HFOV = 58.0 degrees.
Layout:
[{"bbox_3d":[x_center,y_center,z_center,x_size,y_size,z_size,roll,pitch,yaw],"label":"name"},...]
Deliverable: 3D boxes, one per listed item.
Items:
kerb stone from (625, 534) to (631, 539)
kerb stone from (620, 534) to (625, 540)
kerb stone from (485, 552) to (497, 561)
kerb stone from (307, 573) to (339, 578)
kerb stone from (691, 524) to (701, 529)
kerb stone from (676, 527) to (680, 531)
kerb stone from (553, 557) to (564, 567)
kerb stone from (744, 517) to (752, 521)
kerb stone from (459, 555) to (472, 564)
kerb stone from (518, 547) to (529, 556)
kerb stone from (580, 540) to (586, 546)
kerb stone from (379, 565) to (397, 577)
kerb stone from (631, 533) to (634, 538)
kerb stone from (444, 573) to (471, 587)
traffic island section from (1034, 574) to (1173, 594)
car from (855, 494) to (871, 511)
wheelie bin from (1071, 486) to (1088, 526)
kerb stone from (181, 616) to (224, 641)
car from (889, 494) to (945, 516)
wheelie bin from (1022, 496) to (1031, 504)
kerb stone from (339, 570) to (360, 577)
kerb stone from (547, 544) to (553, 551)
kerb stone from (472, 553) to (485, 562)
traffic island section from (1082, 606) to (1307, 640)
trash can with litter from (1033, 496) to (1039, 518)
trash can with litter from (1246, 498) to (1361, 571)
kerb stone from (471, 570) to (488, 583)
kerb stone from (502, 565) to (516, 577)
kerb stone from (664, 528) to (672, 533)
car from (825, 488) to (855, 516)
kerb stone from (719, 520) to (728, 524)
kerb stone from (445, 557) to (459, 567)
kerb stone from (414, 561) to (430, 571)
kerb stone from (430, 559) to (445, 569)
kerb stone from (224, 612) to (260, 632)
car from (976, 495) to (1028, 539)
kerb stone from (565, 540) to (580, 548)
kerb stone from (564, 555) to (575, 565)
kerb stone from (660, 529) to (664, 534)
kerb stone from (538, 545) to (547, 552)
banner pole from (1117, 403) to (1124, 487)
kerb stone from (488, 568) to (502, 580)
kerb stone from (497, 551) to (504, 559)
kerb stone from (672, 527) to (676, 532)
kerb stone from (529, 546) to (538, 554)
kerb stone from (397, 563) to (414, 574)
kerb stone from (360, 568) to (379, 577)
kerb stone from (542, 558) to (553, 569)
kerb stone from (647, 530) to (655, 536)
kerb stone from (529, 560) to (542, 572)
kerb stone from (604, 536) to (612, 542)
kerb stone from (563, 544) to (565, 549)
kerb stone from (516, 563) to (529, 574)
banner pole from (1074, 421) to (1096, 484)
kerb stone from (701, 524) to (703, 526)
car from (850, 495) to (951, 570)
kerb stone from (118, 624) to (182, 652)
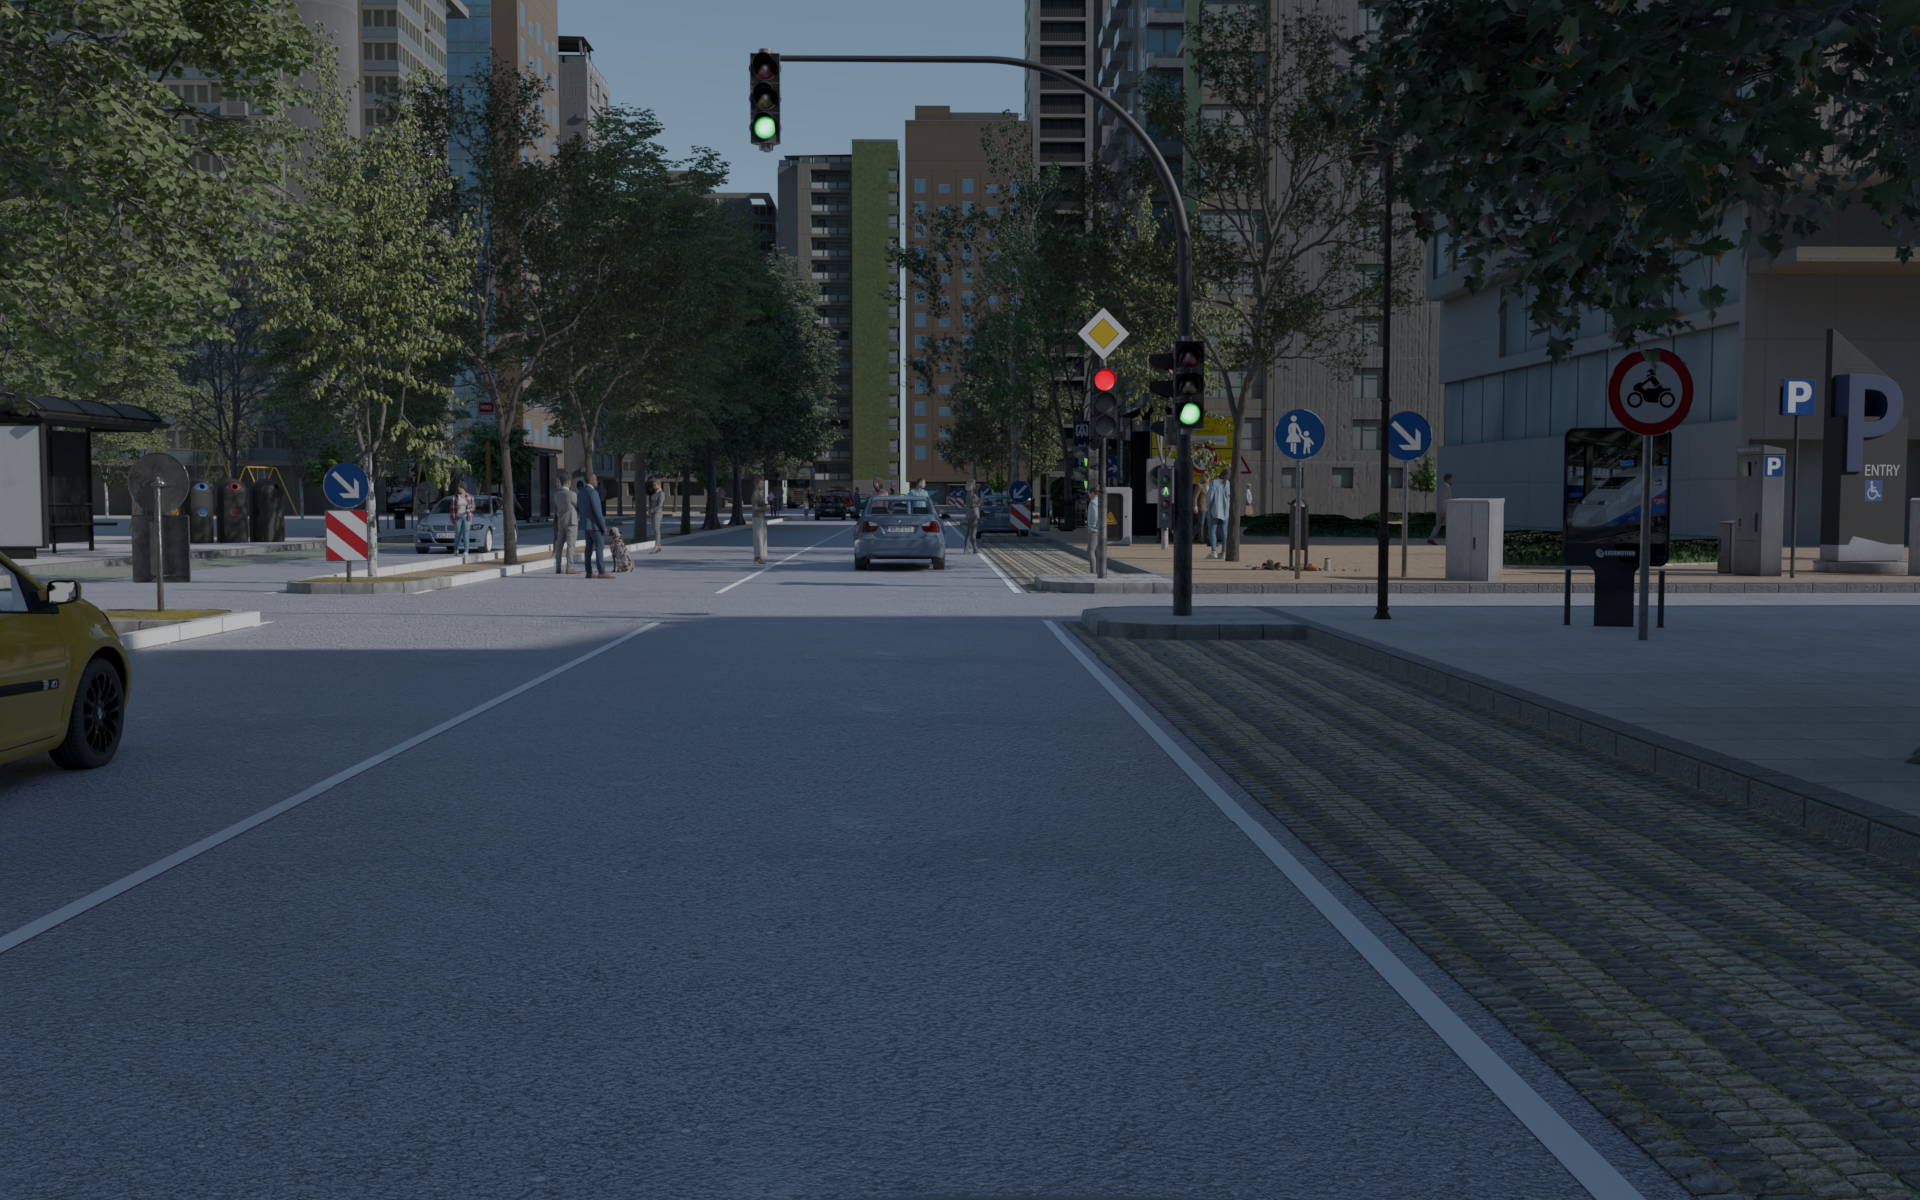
[{"bbox_3d":[-10.629,-1.986,54.737,0.120,0.150,1.000,0,4,-1],"label":"kerb stone"},{"bbox_3d":[-10.610,-1.928,53.715,0.120,0.150,1.000,0,4,-1],"label":"kerb stone"},{"bbox_3d":[-10.222,-0.925,37.325,0.120,0.150,1.000,0,4,-1],"label":"kerb stone"},{"bbox_3d":[-9.988,-0.299,27.084,0.120,0.150,1.000,0,4,-1],"label":"kerb stone"},{"bbox_3d":[-11.033,-3.052,72.143,0.120,0.150,1.000,0,4,-1],"label":"kerb stone"},{"bbox_3d":[-10.888,-2.674,65.986,0.120,0.150,1.000,0,4,-1],"label":"kerb stone"},{"bbox_3d":[-8.058,-0.741,34.316,0.120,0.150,1.000,0,4,-1],"label":"kerb stone"},{"bbox_3d":[-11.555,-4.430,94.705,0.120,0.150,1.000,0,4,-1],"label":"kerb stone"},{"bbox_3d":[-10.179,-0.796,35.277,0.120,0.150,1.000,0,4,-1],"label":"kerb stone"},{"bbox_3d":[-10.287,-1.114,40.403,0.120,0.150,1.000,0,4,-1],"label":"kerb stone"},{"bbox_3d":[-10.463,-1.552,47.577,0.120,0.150,1.000,0,4,-1],"label":"kerb stone"},{"bbox_3d":[-10.066,-0.487,30.161,0.120,0.150,1.000,0,4,-1],"label":"kerb stone"},{"bbox_3d":[-10.654,-2.053,55.759,0.120,0.150,1.000,0,4,-1],"label":"kerb stone"},{"bbox_3d":[-7.888,-0.302,27.135,0.120,0.150,1.000,0,4,-1],"label":"kerb stone"},{"bbox_3d":[2.180,-0.247,26.318,2.009,0.180,2.903,0,4,-1],"label":"traffic island section"},{"bbox_3d":[-7.817,-7.874,140.545,2.131,1.459,4.920,0,4,1],"label":"car"},{"bbox_3d":[4.686,-3.732,68.920,0.693,1.594,0.980,3,5,41],"label":"wheelie bin"},{"bbox_3d":[-7.668,0.295,17.373,0.120,0.150,1.000,0,4,-1],"label":"kerb stone"},{"bbox_3d":[-1.408,-2.322,48.185,2.015,1.641,3.980,0,4,-3],"label":"car"},{"bbox_3d":[3.166,-4.770,85.902,0.693,1.594,0.980,2,4,32],"label":"wheelie bin"},{"bbox_3d":[-10.010,-0.361,28.106,0.120,0.150,1.000,0,4,-1],"label":"kerb stone"},{"bbox_3d":[-10.371,-1.301,43.475,0.120,0.150,1.000,0,4,-1],"label":"kerb stone"},{"bbox_3d":[-10.204,-0.857,36.300,0.120,0.150,1.000,0,4,-1],"label":"kerb stone"},{"bbox_3d":[2.365,0.241,18.335,2.009,0.180,2.903,0,4,-1],"label":"traffic island section"},{"bbox_3d":[3.428,-5.102,94.479,2.233,1.210,1.678,0,4,0],"label":"trash can with litter"},{"bbox_3d":[5.683,-1.133,29.581,1.678,1.210,2.233,-1,4,-19],"label":"trash can with litter"},{"bbox_3d":[-7.909,-0.365,28.160,0.120,0.150,1.000,0,4,-1],"label":"kerb stone"},{"bbox_3d":[-7.960,-0.487,30.210,0.120,0.150,1.000,0,4,-1],"label":"kerb stone"},{"bbox_3d":[-10.840,-2.553,63.942,0.120,0.150,1.000,0,4,-1],"label":"kerb stone"},{"bbox_3d":[-7.547,-6.072,107.958,2.281,1.827,5.304,0,4,-3],"label":"car"},{"bbox_3d":[-11.265,-3.682,82.404,0.120,0.150,1.000,0,4,-1],"label":"kerb stone"},{"bbox_3d":[-10.151,-0.736,34.255,0.120,0.150,1.000,0,4,-1],"label":"kerb stone"},{"bbox_3d":[-10.105,-0.612,32.208,0.120,0.150,1.000,0,4,-1],"label":"kerb stone"},{"bbox_3d":[-10.128,-0.674,33.230,0.120,0.150,1.000,0,4,-1],"label":"kerb stone"},{"bbox_3d":[-7.689,0.232,18.402,0.120,0.150,1.000,0,4,-1],"label":"kerb stone"},{"bbox_3d":[1.285,-2.705,56.234,2.014,1.417,4.499,0,4,-1],"label":"car"},{"bbox_3d":[-10.442,-1.490,46.552,0.120,0.150,1.000,0,4,-1],"label":"kerb stone"},{"bbox_3d":[-8.077,-0.804,35.338,0.120,0.150,1.000,0,4,-1],"label":"kerb stone"},{"bbox_3d":[-10.800,-2.428,61.897,0.120,0.150,1.000,0,4,-1],"label":"kerb stone"},{"bbox_3d":[-10.345,-1.239,42.453,0.120,0.150,1.000,0,4,-1],"label":"kerb stone"},{"bbox_3d":[4.403,-3.524,47.639,0.401,3.779,0.863,0,4,-6],"label":"banner pole"},{"bbox_3d":[-7.940,-0.428,29.187,0.120,0.150,1.000,0,4,-1],"label":"kerb stone"},{"bbox_3d":[-10.251,-0.986,38.357,0.120,0.150,1.000,0,4,-1],"label":"kerb stone"},{"bbox_3d":[-10.867,-2.615,64.964,0.120,0.150,1.000,0,4,-1],"label":"kerb stone"},{"bbox_3d":[-10.318,-1.176,41.431,0.120,0.150,1.000,0,4,-1],"label":"kerb stone"},{"bbox_3d":[-10.084,-0.550,31.186,0.120,0.150,1.000,0,4,-1],"label":"kerb stone"},{"bbox_3d":[-10.043,-0.425,29.137,0.120,0.150,1.000,0,4,-1],"label":"kerb stone"},{"bbox_3d":[-8.035,-0.679,33.294,0.120,0.150,1.000,0,4,-1],"label":"kerb stone"},{"bbox_3d":[-10.774,-2.365,60.869,0.120,0.150,1.000,0,4,-1],"label":"kerb stone"},{"bbox_3d":[-8.011,-0.615,32.261,0.120,0.150,1.000,0,4,-1],"label":"kerb stone"},{"bbox_3d":[-10.556,-1.802,51.666,0.120,0.150,1.000,0,4,-1],"label":"kerb stone"},{"bbox_3d":[-10.392,-1.365,44.506,0.120,0.150,1.000,0,4,-1],"label":"kerb stone"},{"bbox_3d":[-7.983,-0.550,31.232,0.120,0.150,1.000,0,4,-1],"label":"kerb stone"},{"bbox_3d":[3.812,-3.784,51.885,0.863,3.779,0.401,0,4,-1],"label":"banner pole"},{"bbox_3d":[-11.057,-3.115,73.165,0.120,0.150,1.000,0,4,-1],"label":"kerb stone"},{"bbox_3d":[-1.175,-1.351,34.089,2.014,1.417,4.499,0,4,-2],"label":"car"},{"bbox_3d":[-7.645,0.358,16.350,0.120,0.150,1.000,0,4,-1],"label":"kerb stone"}]
